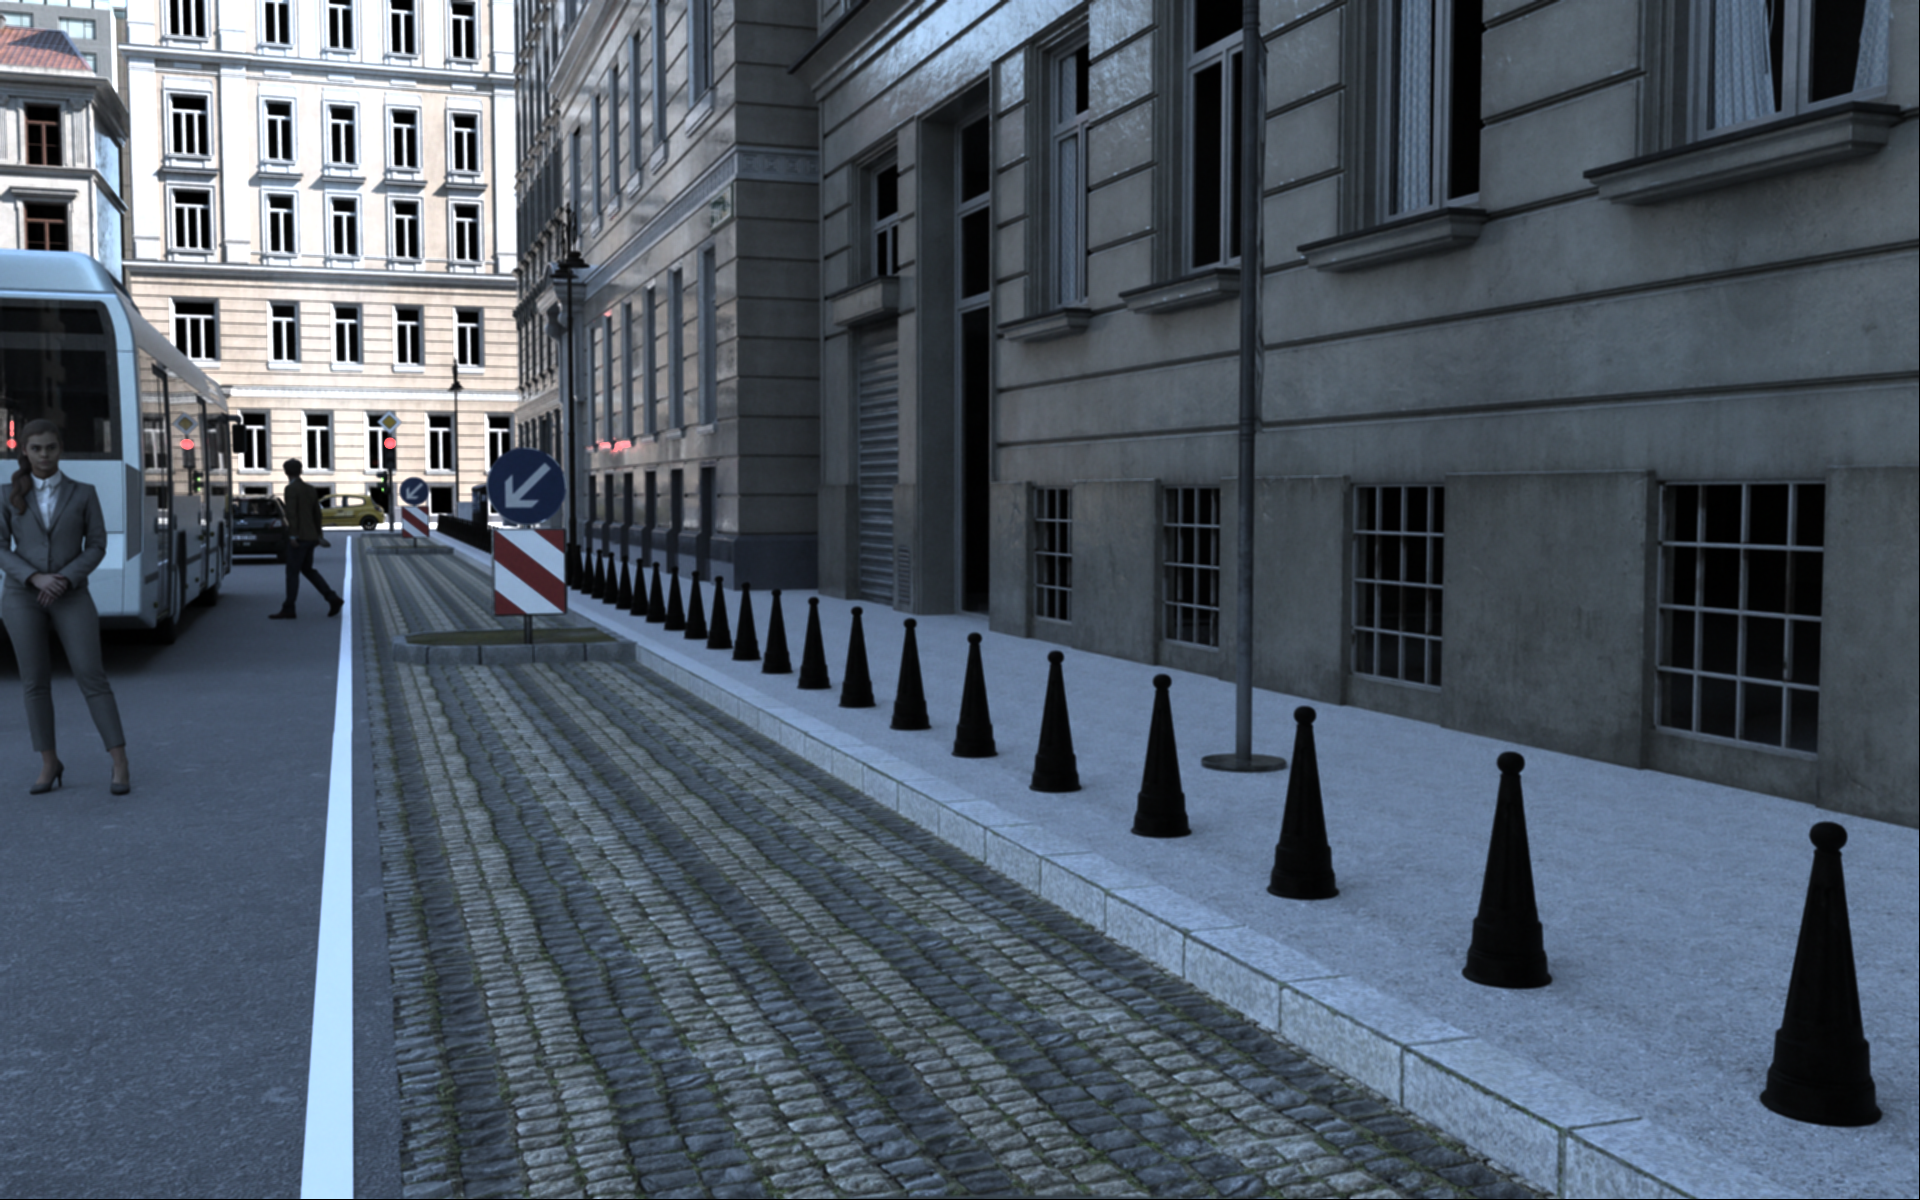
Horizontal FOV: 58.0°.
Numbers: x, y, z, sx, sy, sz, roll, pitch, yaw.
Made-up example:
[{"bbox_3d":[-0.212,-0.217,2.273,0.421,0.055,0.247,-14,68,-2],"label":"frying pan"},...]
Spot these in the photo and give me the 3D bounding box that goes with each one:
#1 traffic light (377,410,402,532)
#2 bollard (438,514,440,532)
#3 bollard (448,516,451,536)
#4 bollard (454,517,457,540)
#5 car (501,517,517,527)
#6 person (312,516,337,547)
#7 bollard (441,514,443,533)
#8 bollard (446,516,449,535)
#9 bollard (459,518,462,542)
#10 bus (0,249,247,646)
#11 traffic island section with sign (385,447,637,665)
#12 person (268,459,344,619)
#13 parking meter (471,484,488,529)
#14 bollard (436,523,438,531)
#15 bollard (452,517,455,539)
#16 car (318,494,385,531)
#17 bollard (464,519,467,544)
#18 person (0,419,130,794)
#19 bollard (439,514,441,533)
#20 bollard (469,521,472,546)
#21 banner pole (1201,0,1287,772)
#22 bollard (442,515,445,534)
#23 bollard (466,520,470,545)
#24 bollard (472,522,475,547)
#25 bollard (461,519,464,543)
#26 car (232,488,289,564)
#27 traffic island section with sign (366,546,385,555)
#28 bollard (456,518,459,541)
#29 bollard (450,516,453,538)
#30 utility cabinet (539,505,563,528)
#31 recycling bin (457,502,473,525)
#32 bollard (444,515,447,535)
[{"bbox_3d":[-19.157,-4.237,58.193,0.839,4.253,0.868,-1,4,-19],"label":"traffic light"},{"bbox_3d":[-16.891,-2.487,56.708,0.229,0.601,0.229,0,3,0],"label":"bollard"},{"bbox_3d":[-14.813,-2.127,50.813,0.229,0.601,0.229,0,3,0],"label":"bollard"},{"bbox_3d":[-13.774,-1.946,47.860,0.229,0.601,0.229,0,3,0],"label":"bollard"},{"bbox_3d":[-14.553,-3.164,63.736,4.499,1.417,2.014,-1,4,-18],"label":"car"},{"bbox_3d":[-17.133,-1.847,46.624,0.695,0.859,0.347,0,4,1],"label":"person"},{"bbox_3d":[-16.200,-2.367,54.743,0.229,0.601,0.229,0,3,0],"label":"bollard"},{"bbox_3d":[-15.160,-2.187,51.791,0.229,0.601,0.229,0,3,0],"label":"bollard"},{"bbox_3d":[-13.083,-1.826,45.898,0.229,0.601,0.229,0,3,0],"label":"bollard"},{"bbox_3d":[-9.742,-1.483,19.112,2.948,3.499,13.247,-1,4,-20],"label":"bus"},{"bbox_3d":[-4.027,-0.415,15.420,1.989,1.847,2.006,-1,4,-19],"label":"traffic island section with sign"},{"bbox_3d":[-7.591,-0.712,20.057,0.836,1.842,0.656,-1,4,-22],"label":"person"},{"bbox_3d":[-12.018,-2.138,43.363,0.372,1.533,0.369,0,3,0],"label":"parking meter"},{"bbox_3d":[-17.237,-2.547,57.686,0.229,0.601,0.229,0,3,0],"label":"bollard"},{"bbox_3d":[-14.124,-2.006,48.843,0.229,0.601,0.229,0,3,0],"label":"bollard"},{"bbox_3d":[-24.507,-3.505,67.525,3.980,1.641,2.015,-1,4,-18],"label":"car"},{"bbox_3d":[-12.390,-1.705,43.923,0.229,0.601,0.229,0,3,0],"label":"bollard"},{"bbox_3d":[-4.308,0.030,8.277,0.520,1.790,0.573,-3,5,-42],"label":"person"},{"bbox_3d":[-16.543,-2.427,55.730,0.229,0.601,0.229,0,3,0],"label":"bollard"},{"bbox_3d":[-11.697,-1.585,41.951,0.229,0.601,0.229,0,3,0],"label":"bollard"},{"bbox_3d":[1.404,-1.117,8.282,0.401,3.779,0.863,1,4,17],"label":"banner pole"},{"bbox_3d":[-15.857,-2.307,53.762,0.229,0.601,0.229,0,3,0],"label":"bollard"},{"bbox_3d":[-12.044,-1.645,42.930,0.229,0.601,0.229,0,3,0],"label":"bollard"},{"bbox_3d":[-11.355,-1.525,40.971,0.229,0.601,0.229,0,3,0],"label":"bollard"},{"bbox_3d":[-12.739,-1.766,44.913,0.229,0.601,0.229,0,3,0],"label":"bollard"},{"bbox_3d":[-15.052,-1.650,36.765,2.009,1.686,4.222,-1,4,-17],"label":"car"},{"bbox_3d":[-13.231,-2.016,41.597,1.989,1.847,2.006,-1,4,-19],"label":"traffic island section with sign"},{"bbox_3d":[-13.432,-1.886,46.877,0.229,0.601,0.229,0,3,0],"label":"bollard"},{"bbox_3d":[-14.467,-2.066,49.823,0.229,0.601,0.229,0,3,0],"label":"bollard"},{"bbox_3d":[-10.027,-2.062,42.387,0.318,1.500,1.173,-2,4,-27],"label":"utility cabinet"},{"bbox_3d":[-15.836,-2.669,56.193,0.722,1.027,0.722,0,4,4],"label":"recycling bin"},{"bbox_3d":[-15.507,-2.246,52.769,0.229,0.601,0.229,0,3,0],"label":"bollard"}]
